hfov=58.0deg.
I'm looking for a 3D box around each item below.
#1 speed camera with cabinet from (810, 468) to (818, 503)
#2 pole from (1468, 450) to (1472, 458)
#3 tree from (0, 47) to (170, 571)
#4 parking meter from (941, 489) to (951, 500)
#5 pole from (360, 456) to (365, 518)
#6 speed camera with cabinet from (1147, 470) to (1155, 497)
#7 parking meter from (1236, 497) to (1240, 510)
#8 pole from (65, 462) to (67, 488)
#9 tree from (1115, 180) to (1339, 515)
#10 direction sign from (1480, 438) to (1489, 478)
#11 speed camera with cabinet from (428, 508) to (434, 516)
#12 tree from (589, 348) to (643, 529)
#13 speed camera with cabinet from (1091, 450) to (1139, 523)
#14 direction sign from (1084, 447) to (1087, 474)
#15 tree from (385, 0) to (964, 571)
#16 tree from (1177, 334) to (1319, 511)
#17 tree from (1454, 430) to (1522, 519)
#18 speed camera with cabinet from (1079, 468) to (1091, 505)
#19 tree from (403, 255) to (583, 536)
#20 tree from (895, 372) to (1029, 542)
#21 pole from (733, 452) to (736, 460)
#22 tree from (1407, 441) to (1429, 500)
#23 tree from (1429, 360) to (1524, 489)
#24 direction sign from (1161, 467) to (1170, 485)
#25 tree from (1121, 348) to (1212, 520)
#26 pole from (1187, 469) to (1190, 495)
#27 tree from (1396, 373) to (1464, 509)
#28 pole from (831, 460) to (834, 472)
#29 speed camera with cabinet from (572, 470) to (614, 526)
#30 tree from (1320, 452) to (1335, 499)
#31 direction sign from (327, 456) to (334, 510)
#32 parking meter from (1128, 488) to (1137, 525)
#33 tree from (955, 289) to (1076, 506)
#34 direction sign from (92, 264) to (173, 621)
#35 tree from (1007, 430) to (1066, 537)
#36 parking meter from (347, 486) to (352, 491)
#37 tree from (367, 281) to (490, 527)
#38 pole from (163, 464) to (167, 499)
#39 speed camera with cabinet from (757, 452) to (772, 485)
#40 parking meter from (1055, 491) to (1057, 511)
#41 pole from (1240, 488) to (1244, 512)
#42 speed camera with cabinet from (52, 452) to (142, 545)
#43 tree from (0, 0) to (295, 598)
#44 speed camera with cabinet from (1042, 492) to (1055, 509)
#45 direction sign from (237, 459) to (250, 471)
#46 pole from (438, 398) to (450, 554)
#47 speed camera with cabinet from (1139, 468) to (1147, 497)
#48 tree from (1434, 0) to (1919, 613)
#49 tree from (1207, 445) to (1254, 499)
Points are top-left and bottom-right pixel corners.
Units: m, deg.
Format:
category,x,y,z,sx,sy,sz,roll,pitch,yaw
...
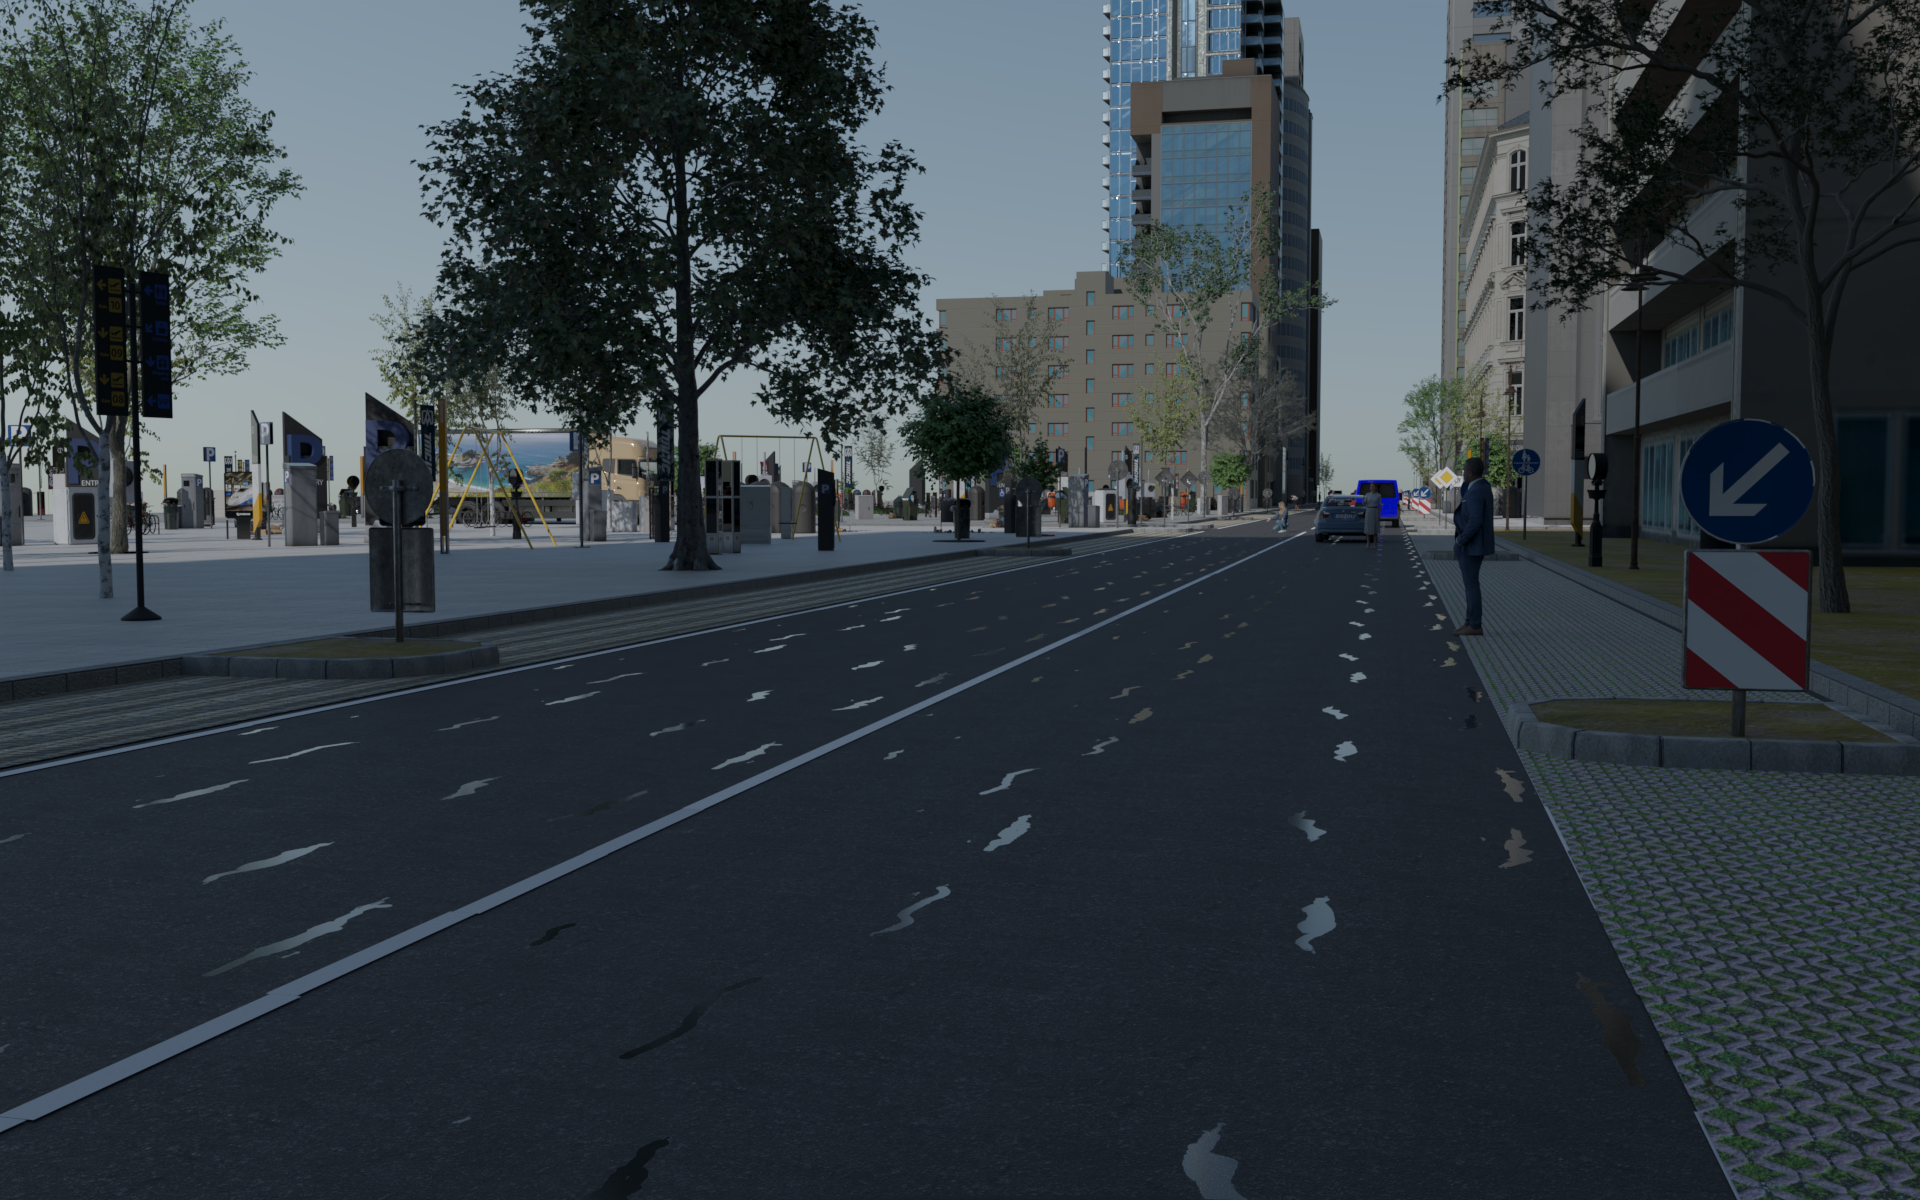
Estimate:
category,x,y,z,sx,sy,sz,roll,pitch,yaw
speed camera with cabinet,-11.451,-8.287,129.822,2.038,3.252,0.660,-2,4,-27
pole,23.719,-5.310,80.661,0.158,3.312,0.155,0,3,0
tree,-15.724,-4.793,28.726,4.737,8.622,4.395,0,3,0
parking meter,-0.617,-4.847,87.658,0.372,1.533,0.369,0,3,0
pole,-32.064,-6.061,92.946,0.158,3.312,0.155,0,3,0
speed camera with cabinet,14.634,-8.871,139.382,2.038,3.252,0.660,-1,4,-18
parking meter,22.278,-7.988,139.008,0.372,1.533,0.369,0,3,0
pole,-56.893,-7.119,110.234,0.158,3.312,0.155,0,3,0
tree,16.030,-15.223,104.785,12.611,20.169,13.585,0,3,0
direction sign,21.102,-4.757,69.776,0.379,3.537,0.876,3,5,39
speed camera with cabinet,-31.827,-6.603,102.292,0.660,3.252,2.038,-3,5,-44
tree,-13.249,-6.951,64.006,4.360,8.622,3.978,0,3,0
speed camera with cabinet,6.988,-5.118,78.008,2.038,3.252,0.660,-3,5,-41
direction sign,6.115,-5.641,84.235,0.379,3.537,0.876,1,4,10
tree,-4.674,-6.846,28.938,9.611,12.733,9.660,0,3,0
tree,21.995,-13.533,131.631,12.009,13.543,11.850,0,3,0
tree,26.961,-6.407,88.475,4.285,4.588,4.351,0,3,0
speed camera with cabinet,9.496,-8.351,130.869,2.038,3.252,0.660,-2,4,-29
tree,-14.420,-6.250,52.542,4.360,8.622,3.978,0,3,0
tree,-0.055,-3.848,46.637,4.285,4.588,4.351,0,3,0
pole,-10.831,-5.468,83.248,0.158,3.312,0.155,0,3,0
tree,60.482,-16.848,225.823,4.737,8.622,4.395,0,3,0
tree,28.478,-8.816,94.503,4.737,8.622,4.395,0,3,0
direction sign,17.482,-9.514,147.546,0.876,3.537,0.379,3,5,39
tree,10.413,-8.332,86.595,4.737,8.622,4.395,0,3,0
pole,18.509,-8.966,140.430,0.158,3.312,0.155,0,3,0
tree,40.918,-13.545,147.221,9.928,11.665,9.643,0,3,0
pole,-7.643,-6.713,103.597,0.158,3.312,0.155,0,3,0
speed camera with cabinet,-14.481,-4.528,68.362,0.660,3.252,2.038,2,4,23
tree,62.997,-21.347,299.389,4.737,8.622,4.395,0,3,0
direction sign,-37.170,-6.729,102.016,0.876,3.537,0.379,2,4,33
parking meter,7.224,-3.931,72.682,0.372,1.533,0.369,0,3,0
tree,1.909,-6.804,61.610,4.360,8.622,3.978,0,3,0
direction sign,-8.340,-1.562,17.537,0.379,3.537,0.876,2,4,26
tree,2.486,-3.548,52.606,1.663,3.219,1.824,0,3,0
parking meter,-43.080,-7.131,122.309,0.255,1.863,0.399,-2,4,-33
tree,-18.514,-6.731,60.412,4.737,8.622,4.395,0,3,0
pole,-54.627,-7.659,119.061,0.158,3.312,0.155,0,3,0
speed camera with cabinet,-9.835,-5.305,81.067,2.038,3.252,0.660,0,4,-3
parking meter,7.593,-7.759,135.278,0.372,1.533,0.369,0,3,0
pole,19.821,-7.820,121.696,0.158,3.312,0.155,0,3,0
speed camera with cabinet,-22.196,-3.063,44.414,0.660,3.252,2.038,2,4,25
tree,-10.550,-4.344,21.389,4.360,8.622,3.978,0,3,0
speed camera with cabinet,7.451,-9.332,146.918,2.038,3.252,0.660,2,4,25
direction sign,-46.876,-7.425,113.402,0.876,3.537,0.379,1,4,12
pole,-11.047,-2.643,37.049,0.158,3.312,0.155,0,3,0
speed camera with cabinet,12.868,-8.335,130.614,2.038,3.252,0.660,2,4,33
tree,9.320,-5.160,18.776,8.767,10.594,7.601,-2,4,-35
tree,18.165,-8.132,116.669,4.285,4.588,4.351,0,3,0
